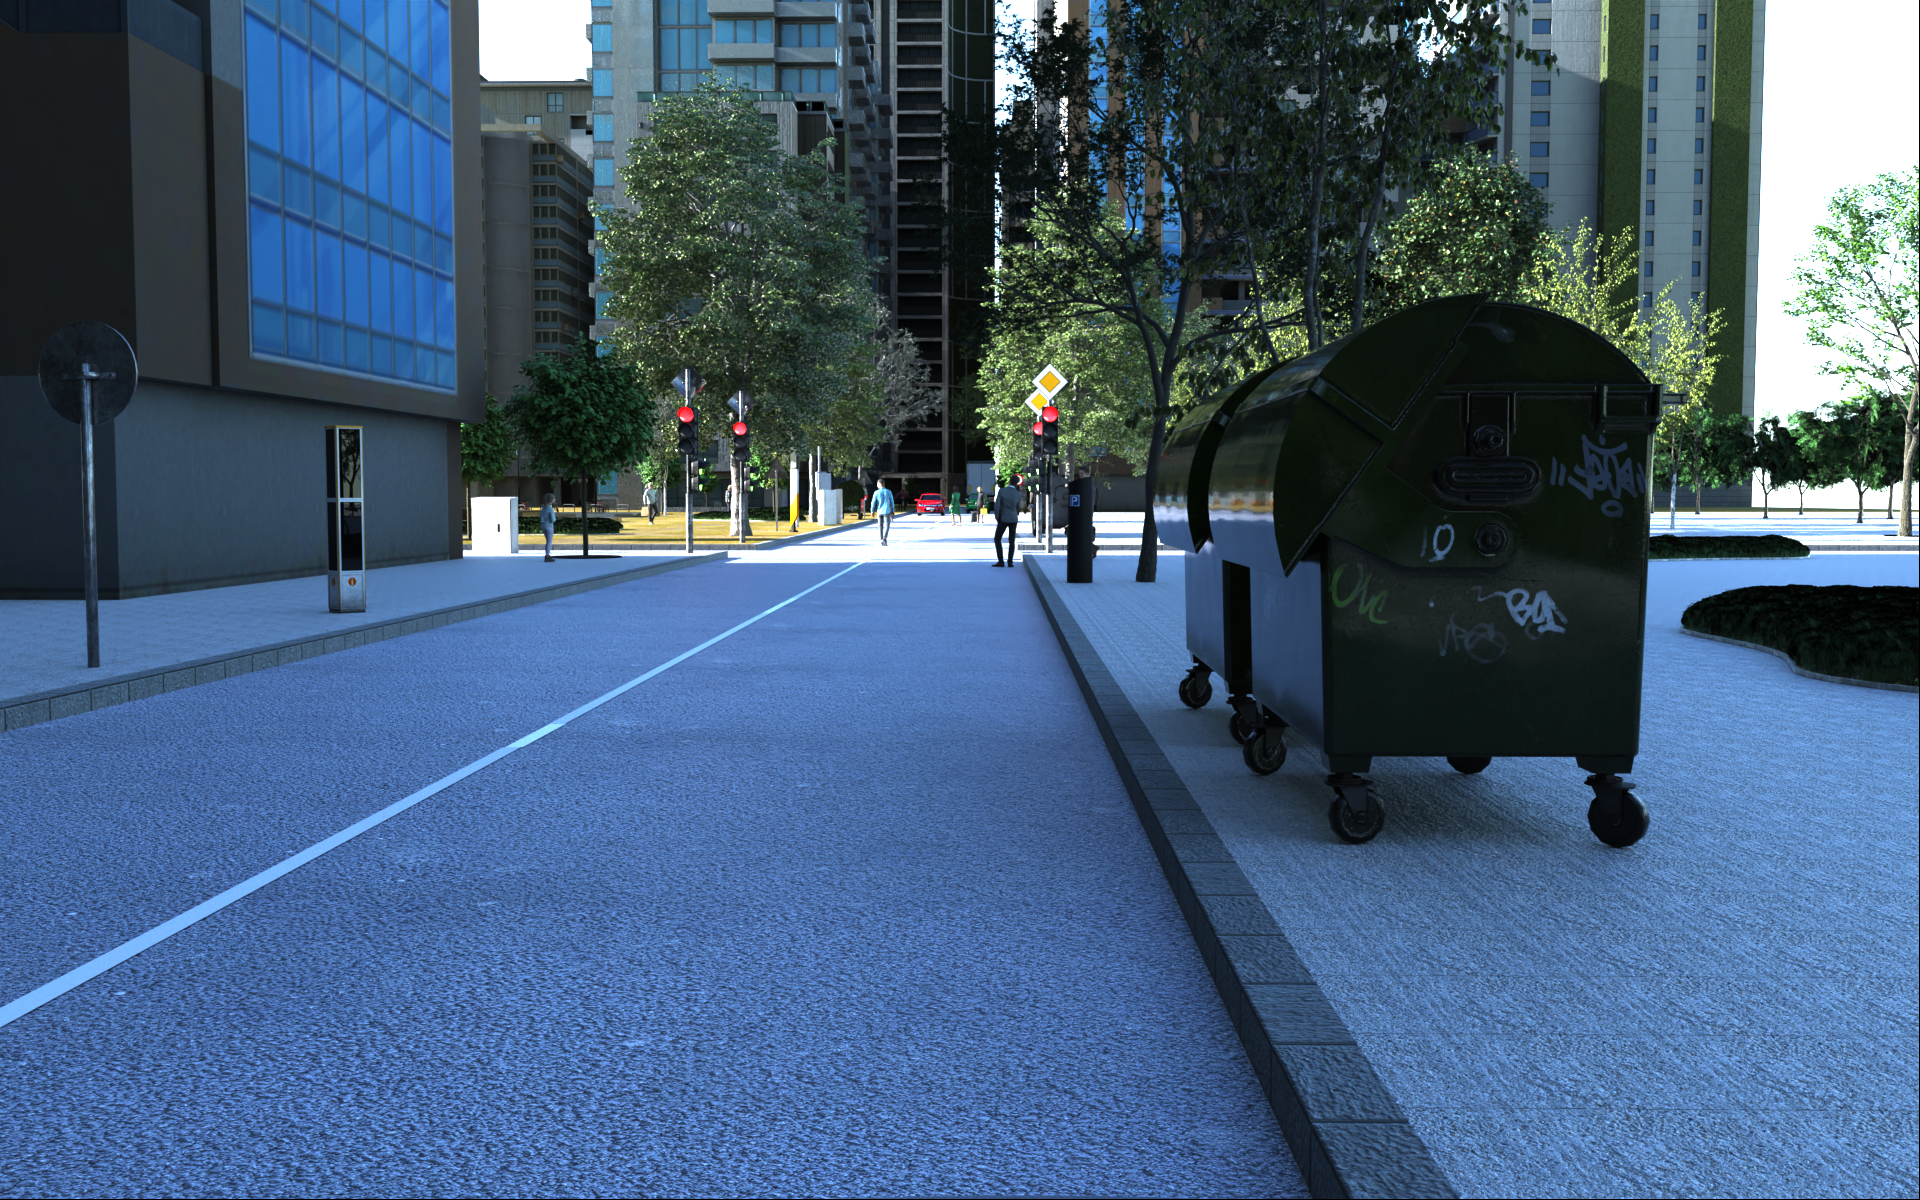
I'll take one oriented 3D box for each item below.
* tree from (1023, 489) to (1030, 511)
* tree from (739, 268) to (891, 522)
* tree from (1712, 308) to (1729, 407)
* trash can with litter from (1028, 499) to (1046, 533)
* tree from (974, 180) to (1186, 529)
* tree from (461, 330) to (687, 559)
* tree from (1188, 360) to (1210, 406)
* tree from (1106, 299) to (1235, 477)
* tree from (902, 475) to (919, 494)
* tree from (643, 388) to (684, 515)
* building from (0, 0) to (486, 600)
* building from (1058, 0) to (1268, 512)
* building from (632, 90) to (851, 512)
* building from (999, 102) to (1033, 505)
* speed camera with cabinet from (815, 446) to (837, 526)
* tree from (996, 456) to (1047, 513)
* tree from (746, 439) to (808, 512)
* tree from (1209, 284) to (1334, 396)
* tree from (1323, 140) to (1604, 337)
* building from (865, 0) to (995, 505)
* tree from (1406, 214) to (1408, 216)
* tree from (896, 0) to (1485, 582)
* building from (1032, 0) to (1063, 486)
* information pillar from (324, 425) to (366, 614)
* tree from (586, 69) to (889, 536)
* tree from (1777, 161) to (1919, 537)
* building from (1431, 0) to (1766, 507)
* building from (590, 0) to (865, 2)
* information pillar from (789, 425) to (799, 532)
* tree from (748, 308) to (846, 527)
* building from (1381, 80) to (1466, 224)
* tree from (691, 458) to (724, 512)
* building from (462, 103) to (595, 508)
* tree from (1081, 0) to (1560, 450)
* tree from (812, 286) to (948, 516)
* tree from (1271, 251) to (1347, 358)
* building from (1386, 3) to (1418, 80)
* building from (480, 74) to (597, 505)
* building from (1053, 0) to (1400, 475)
[{"bbox_3d":[4.649,-8.362,131.326,1.663,3.219,1.824,0,3,0],"label":"tree"},{"bbox_3d":[-7.151,-9.839,79.000,7.486,12.596,7.792,0,3,0],"label":"tree"},{"bbox_3d":[26.031,-6.915,63.417,4.737,8.622,4.395,0,3,0],"label":"tree"},{"bbox_3d":[2.544,-2.758,56.478,0.624,1.170,1.055,0,4,6],"label":"trash can with litter"},{"bbox_3d":[4.408,-8.841,62.676,7.486,12.596,7.792,0,3,0],"label":"tree"},{"bbox_3d":[-7.586,-3.132,34.923,4.285,4.588,4.351,0,3,0],"label":"tree"},{"bbox_3d":[11.833,-7.424,71.743,4.737,8.622,4.395,0,3,0],"label":"tree"},{"bbox_3d":[14.354,-12.643,113.374,9.857,13.997,8.962,0,3,0],"label":"tree"},{"bbox_3d":[-4.717,-10.772,170.728,1.663,3.219,1.824,0,3,0],"label":"tree"},{"bbox_3d":[-18.149,-9.460,105.026,4.360,8.622,3.978,0,3,0],"label":"tree"},{"bbox_3d":[-16.739,-23.038,26.782,14.200,45.320,14.600,0,4,1],"label":"building"},{"bbox_3d":[14.575,-29.285,128.916,14.600,45.320,14.200,0,4,1],"label":"building"},{"bbox_3d":[-15.630,-21.777,127.749,14.160,30.474,14.107,0,4,1],"label":"building"},{"bbox_3d":[15.651,-36.277,216.834,21.600,48.544,21.300,0,4,1],"label":"building"},{"bbox_3d":[-5.508,-4.708,71.309,0.660,3.252,2.038,-1,4,-13],"label":"speed camera with cabinet"},{"bbox_3d":[4.310,-8.341,120.097,4.285,4.588,4.351,0,3,0],"label":"tree"},{"bbox_3d":[-9.466,-6.435,88.922,4.285,4.588,4.351,0,3,0],"label":"tree"},{"bbox_3d":[18.938,-11.599,100.018,12.009,13.543,11.850,0,3,0],"label":"tree"},{"bbox_3d":[16.367,-8.528,56.447,9.611,12.733,9.660,0,3,0],"label":"tree"},{"bbox_3d":[-5.908,-47.593,216.399,20.611,71.187,20.563,0,4,1],"label":"building"},{"bbox_3d":[18.915,-9.270,69.698,7.486,12.596,7.792,0,3,0],"label":"tree"},{"bbox_3d":[2.907,-5.523,24.711,8.767,10.594,7.601,-3,4,-37],"label":"tree"},{"bbox_3d":[17.990,-38.909,178.166,21.231,58.520,28.212,0,4,1],"label":"building"},{"bbox_3d":[-6.648,-0.871,18.732,0.304,2.012,0.304,-3,5,-43],"label":"information pillar"},{"bbox_3d":[-6.716,-8.930,52.668,9.857,13.997,8.962,0,3,0],"label":"tree"},{"bbox_3d":[28.631,-7.706,51.754,9.928,11.665,9.643,0,3,0],"label":"tree"},{"bbox_3d":[65.606,-39.078,180.922,28.212,58.520,21.231,0,4,1],"label":"building"},{"bbox_3d":[-18.854,-32.408,149.484,23.786,49.044,30.456,0,4,1],"label":"building"},{"bbox_3d":[-5.582,-4.098,58.350,0.183,3.616,0.504,-2,4,-31],"label":"information pillar"},{"bbox_3d":[-6.538,-7.126,66.868,4.737,8.622,4.395,0,3,0],"label":"tree"},{"bbox_3d":[44.445,-32.680,184.430,14.200,45.320,14.600,0,4,1],"label":"building"},{"bbox_3d":[-13.543,-5.973,92.254,1.663,3.219,1.824,0,3,0],"label":"tree"},{"bbox_3d":[-50.233,-29.727,177.923,23.993,40.220,32.217,0,4,1],"label":"building"},{"bbox_3d":[2.886,-3.867,13.587,4.360,8.622,3.978,0,3,0],"label":"tree"},{"bbox_3d":[-5.804,-11.651,100.859,12.009,13.543,11.850,0,3,0],"label":"tree"},{"bbox_3d":[20.562,-11.124,88.529,9.857,13.997,8.962,0,3,0],"label":"tree"},{"bbox_3d":[41.952,-55.216,215.446,31.000,86.520,22.319,0,4,1],"label":"building"},{"bbox_3d":[-50.555,-38.624,220.744,27.495,52.752,28.713,0,4,1],"label":"building"},{"bbox_3d":[21.929,-34.272,149.591,28.713,52.752,27.495,0,4,1],"label":"building"}]
